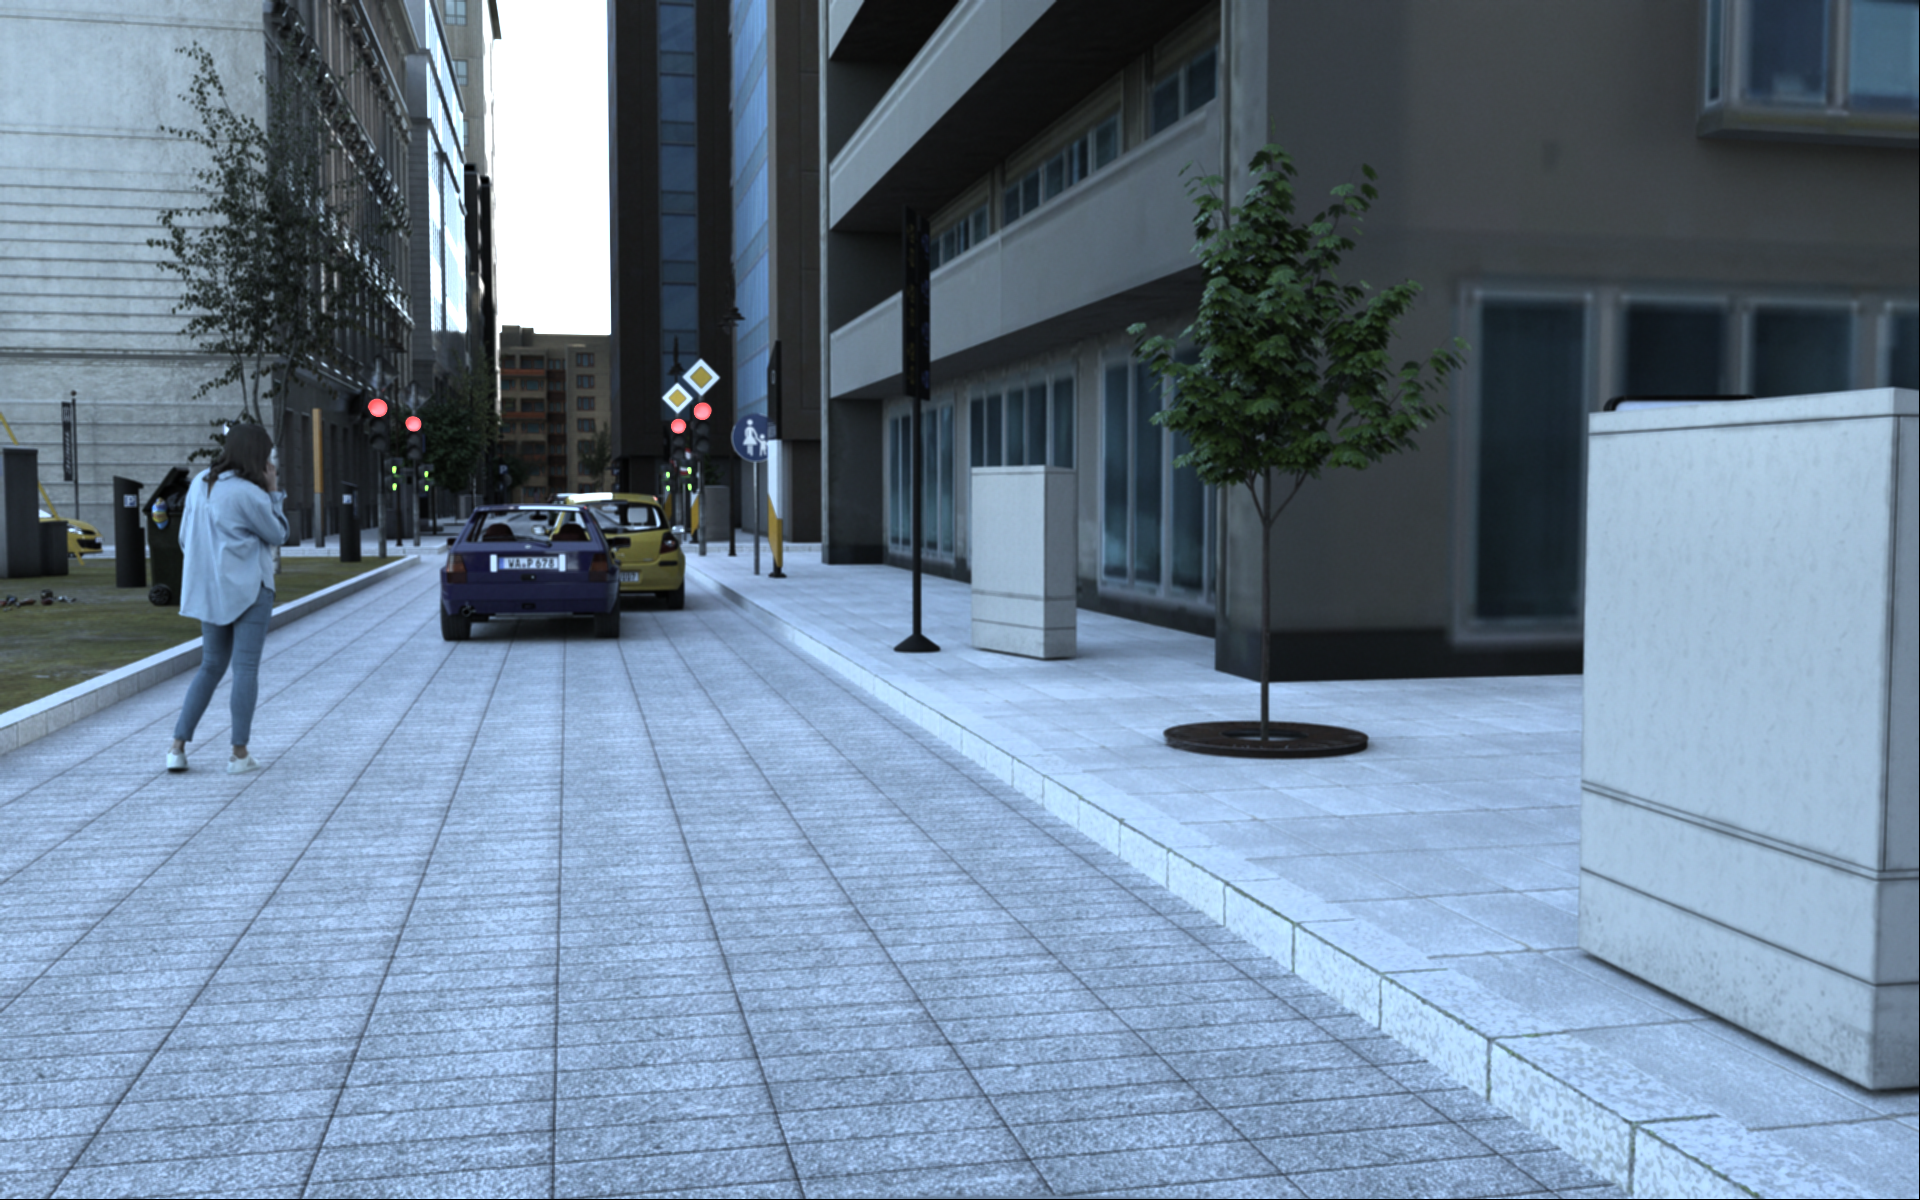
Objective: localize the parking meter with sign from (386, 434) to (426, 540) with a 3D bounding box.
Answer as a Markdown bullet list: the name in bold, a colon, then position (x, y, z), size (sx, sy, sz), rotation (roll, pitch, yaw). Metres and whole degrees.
- **parking meter with sign**: position (-15.901, -3.254, 49.468), size (0.543, 3.016, 1.738), rotation (1, 4, 11)

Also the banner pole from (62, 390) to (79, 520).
- **banner pole**: position (-21.383, -3.159, 41.674), size (0.401, 3.779, 0.863), rotation (0, 4, -3)

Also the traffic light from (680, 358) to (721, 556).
- **traffic light**: position (-5.375, -2.875, 35.927), size (0.839, 4.253, 0.868), rotation (-1, 4, -13)

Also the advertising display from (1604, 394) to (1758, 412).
- **advertising display**: position (4.706, -0.374, 11.335), size (0.974, 1.923, 0.123), rotation (0, 4, 3)

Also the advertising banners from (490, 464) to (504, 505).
- **advertising banners**: position (-26.814, -6.361, 100.183), size (0.090, 3.025, 2.074), rotation (0, 4, 6)

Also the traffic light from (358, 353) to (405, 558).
- **traffic light**: position (-11.528, -2.789, 34.526), size (0.839, 4.253, 0.868), rotation (-1, 4, -13)

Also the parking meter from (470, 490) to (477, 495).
- **parking meter**: position (-27.197, -5.414, 96.936), size (0.372, 1.533, 0.369), rotation (0, 3, 0)

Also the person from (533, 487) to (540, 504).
- **person**: position (-23.748, -5.428, 97.258), size (0.388, 1.821, 0.555), rotation (0, 4, -8)

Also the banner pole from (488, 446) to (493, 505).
- **banner pole**: position (-24.710, -6.188, 91.187), size (0.401, 3.779, 0.863), rotation (-2, 4, -30)

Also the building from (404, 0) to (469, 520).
- **building**: position (-34.702, -19.655, 98.859), size (11.434, 29.767, 29.804), rotation (-1, 4, -13)

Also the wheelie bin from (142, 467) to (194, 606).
- **wheelie bin**: position (-9.058, -0.750, 20.171), size (0.693, 1.594, 0.980), rotation (-1, 4, -10)

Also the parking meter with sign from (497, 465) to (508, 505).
- **parking meter with sign**: position (-27.605, -6.614, 104.396), size (0.543, 3.016, 1.738), rotation (-1, 4, -22)

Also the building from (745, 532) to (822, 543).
- **building**: position (0.697, -24.574, 51.900), size (14.200, 45.320, 14.600), rotation (-1, 4, -13)

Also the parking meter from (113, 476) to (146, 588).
- **parking meter**: position (-11.431, -0.944, 23.848), size (0.372, 1.533, 0.369), rotation (0, 3, 0)

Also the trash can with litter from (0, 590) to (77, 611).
- **trash can with litter**: position (-10.972, -0.541, 19.897), size (1.678, 1.210, 2.233), rotation (1, 4, 17)

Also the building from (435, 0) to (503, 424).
- **building**: position (-59.121, -35.491, 169.518), size (27.495, 52.752, 28.713), rotation (-1, 4, -13)

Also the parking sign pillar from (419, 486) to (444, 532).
- **parking sign pillar**: position (-18.308, -4.299, 58.769), size (1.447, 3.967, 1.447), rotation (-1, 4, -21)

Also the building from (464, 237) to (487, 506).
- **building**: position (-49.642, -17.214, 126.484), size (27.650, 21.520, 28.899), rotation (-1, 4, -13)

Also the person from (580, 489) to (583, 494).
- **person**: position (-29.770, -7.813, 136.174), size (0.705, 1.831, 1.348), rotation (-1, 4, -21)

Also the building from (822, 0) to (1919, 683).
- **building**: position (10.127, -24.413, 22.859), size (21.300, 48.544, 21.600), rotation (-1, 4, -13)

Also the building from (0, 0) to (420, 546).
- **building**: position (-29.741, -17.476, 62.147), size (17.030, 29.872, 44.131), rotation (-1, 4, -13)

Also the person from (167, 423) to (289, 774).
- **person**: position (-3.783, -0.008, 8.903), size (0.793, 1.790, 0.793), rotation (-1, 4, -10)

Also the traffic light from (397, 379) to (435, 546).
- **traffic light**: position (-13.287, -3.266, 42.316), size (0.839, 4.253, 0.868), rotation (-1, 4, -13)

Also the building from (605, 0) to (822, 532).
- **building**: position (-7.193, -25.703, 70.353), size (14.600, 45.320, 14.200), rotation (-1, 4, -13)

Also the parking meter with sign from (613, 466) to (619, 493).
- **parking meter with sign**: position (-21.302, -6.816, 107.709), size (0.543, 3.016, 1.738), rotation (-1, 4, -12)

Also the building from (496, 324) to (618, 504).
- **building**: position (-53.713, -22.425, 211.685), size (28.899, 21.520, 27.650), rotation (-1, 4, -13)

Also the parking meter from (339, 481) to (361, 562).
- **parking meter**: position (-11.552, -1.491, 32.788), size (0.372, 1.533, 0.369), rotation (0, 3, 0)

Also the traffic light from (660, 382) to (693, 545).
- **traffic light**: position (-7.134, -3.351, 43.717), size (0.839, 4.253, 0.868), rotation (-1, 4, -13)

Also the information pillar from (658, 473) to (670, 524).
- **information pillar**: position (-10.382, -3.445, 60.818), size (0.304, 2.012, 0.304), rotation (-2, 4, -32)

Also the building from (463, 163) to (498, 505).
- **building**: position (-47.672, -23.108, 149.515), size (14.160, 30.474, 14.107), rotation (-1, 4, -13)

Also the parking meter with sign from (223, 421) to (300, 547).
- **parking meter with sign**: position (-16.851, -2.791, 41.891), size (0.543, 3.016, 1.738), rotation (2, 4, 32)

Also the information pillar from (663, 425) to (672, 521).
- **information pillar**: position (-9.877, -4.106, 58.492), size (0.183, 3.616, 0.504), rotation (-2, 4, -32)

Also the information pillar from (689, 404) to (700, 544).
- **information pillar**: position (-6.834, -3.270, 44.815), size (0.183, 3.616, 0.504), rotation (-2, 4, -35)

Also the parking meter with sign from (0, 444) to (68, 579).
- **parking meter with sign**: position (-14.485, -1.849, 26.499), size (0.543, 3.016, 1.738), rotation (1, 4, 15)
